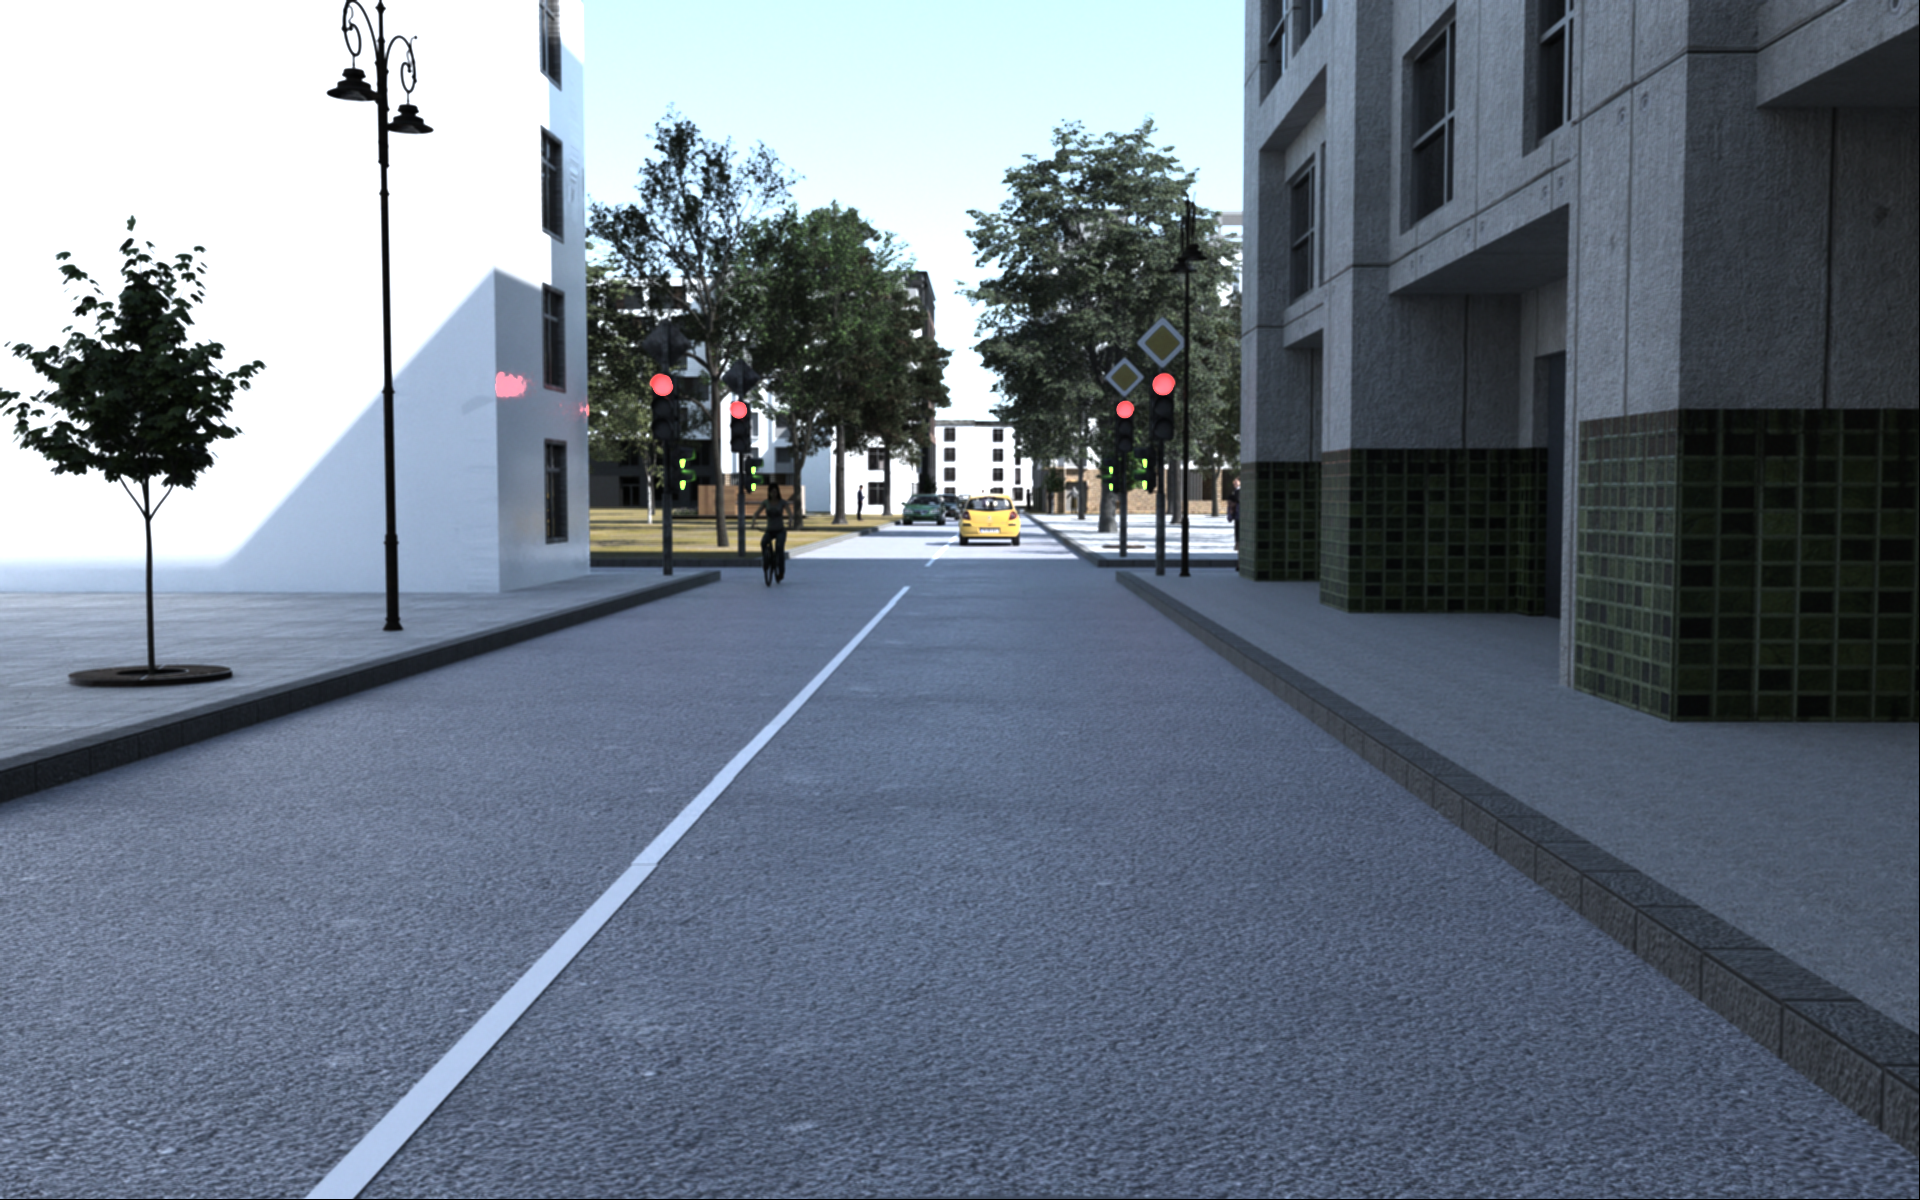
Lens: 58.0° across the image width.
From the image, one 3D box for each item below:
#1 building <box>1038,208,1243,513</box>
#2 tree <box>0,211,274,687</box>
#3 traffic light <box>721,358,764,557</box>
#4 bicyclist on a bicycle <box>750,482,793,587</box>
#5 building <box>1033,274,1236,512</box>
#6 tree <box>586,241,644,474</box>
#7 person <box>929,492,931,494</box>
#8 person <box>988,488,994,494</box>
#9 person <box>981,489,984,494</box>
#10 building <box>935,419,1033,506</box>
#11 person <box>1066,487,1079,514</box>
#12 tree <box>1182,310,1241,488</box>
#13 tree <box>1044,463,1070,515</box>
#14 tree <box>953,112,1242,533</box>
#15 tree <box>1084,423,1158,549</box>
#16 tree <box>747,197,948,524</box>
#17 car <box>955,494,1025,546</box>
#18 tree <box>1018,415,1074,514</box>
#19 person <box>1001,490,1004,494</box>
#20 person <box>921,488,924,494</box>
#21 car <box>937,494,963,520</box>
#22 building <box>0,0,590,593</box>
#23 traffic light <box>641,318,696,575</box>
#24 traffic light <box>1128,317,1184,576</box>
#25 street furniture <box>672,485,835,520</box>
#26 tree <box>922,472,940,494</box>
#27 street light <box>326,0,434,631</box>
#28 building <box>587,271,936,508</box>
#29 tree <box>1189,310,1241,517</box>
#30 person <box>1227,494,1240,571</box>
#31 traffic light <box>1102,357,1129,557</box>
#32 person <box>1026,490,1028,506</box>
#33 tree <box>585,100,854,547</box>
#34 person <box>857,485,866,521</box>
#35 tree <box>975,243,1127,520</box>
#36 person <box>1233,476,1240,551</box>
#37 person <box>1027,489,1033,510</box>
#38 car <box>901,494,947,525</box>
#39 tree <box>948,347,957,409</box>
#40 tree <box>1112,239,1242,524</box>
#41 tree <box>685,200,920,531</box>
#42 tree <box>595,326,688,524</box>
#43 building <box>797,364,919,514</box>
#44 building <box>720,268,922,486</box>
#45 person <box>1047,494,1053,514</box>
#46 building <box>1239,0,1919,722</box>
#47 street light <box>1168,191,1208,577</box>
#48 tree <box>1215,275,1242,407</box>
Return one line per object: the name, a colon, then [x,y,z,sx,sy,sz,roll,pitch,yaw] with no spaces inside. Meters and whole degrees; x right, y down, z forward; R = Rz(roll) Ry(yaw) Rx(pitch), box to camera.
building: [13.483,-16.144,120.368,16.016,20.091,11.380,0,4,1]
tree: [-5.667,-1.066,12.035,1.663,3.219,1.824,0,3,0]
traffic light: [-4.451,-2.820,35.347,0.839,4.213,0.868,0,4,1]
bicyclist on a bicycle: [-2.932,-1.054,27.251,1.499,1.676,1.625,0,4,3]
building: [14.701,-16.859,142.102,16.747,18.905,31.486,0,4,1]
tree: [-15.790,-8.965,64.701,7.486,12.596,7.792,0,3,0]
person: [-2.597,-8.590,149.681,0.628,1.438,0.799,-2,4,-30]
person: [2.400,-7.688,133.837,1.348,1.869,0.705,-1,4,-11]
person: [1.324,-5.528,99.798,0.541,1.710,0.530,1,4,15]
building: [1.687,-15.708,198.966,28.070,9.664,9.099,0,4,1]
person: [7.510,-6.525,113.452,1.217,1.736,0.721,2,4,30]
tree: [10.729,-7.106,66.542,4.737,8.622,4.395,0,3,0]
tree: [5.846,-6.970,108.565,1.663,3.219,1.824,0,3,0]
tree: [4.827,-9.217,57.359,9.857,13.997,8.962,0,3,0]
tree: [3.927,-2.836,40.964,1.663,3.219,1.824,0,3,0]
tree: [-5.277,-10.134,73.111,7.806,13.903,7.818,0,3,0]
car: [0.849,-2.393,49.355,2.015,1.641,3.980,0,4,1]
tree: [5.761,-9.901,112.248,4.737,8.622,4.395,0,3,0]
person: [3.705,-8.875,153.697,0.705,1.812,1.348,0,4,1]
person: [-3.301,-9.180,156.140,0.705,1.823,1.348,1,4,21]
car: [-0.831,-5.244,95.527,2.009,1.686,4.222,0,4,3]
building: [-19.860,-4.955,23.160,28.070,9.664,9.099,0,4,1]
traffic light: [-4.618,-2.331,27.363,0.839,4.213,0.868,0,4,1]
traffic light: [3.142,-2.323,27.218,0.839,4.213,0.868,0,4,1]
street furniture: [-11.646,-5.139,90.871,11.010,1.723,9.812,0,4,3]
tree: [-2.864,-9.735,153.760,1.663,3.219,1.824,0,3,0]
street light: [-5.348,-2.653,16.159,0.468,5.910,1.993,0,4,1]
building: [-19.007,-20.123,172.981,32.646,21.610,27.936,0,4,1]
tree: [14.395,-10.472,96.965,9.928,11.665,9.643,0,3,0]
person: [5.168,-1.241,32.026,0.421,1.427,0.697,3,5,42]
traffic light: [3.309,-2.811,35.201,0.839,4.213,0.868,0,4,1]
person: [7.162,-10.936,184.809,0.705,1.831,1.348,0,4,1]
tree: [-6.115,-6.574,41.892,7.601,10.594,8.767,0,4,-6]
person: [-4.774,-4.723,83.976,0.504,1.737,0.576,-1,4,-15]
tree: [5.874,-10.701,85.332,12.009,13.543,11.850,0,3,0]
person: [6.266,-1.994,39.442,0.445,1.727,0.742,-1,4,-17]
person: [5.761,-8.232,141.434,0.742,1.727,0.445,3,5,45]
car: [-1.656,-4.216,80.723,2.131,1.459,4.920,0,4,2]
tree: [-4.054,-11.868,101.470,7.806,13.903,7.818,0,3,0]
tree: [9.221,-9.258,73.417,6.751,12.117,7.091,0,3,0]
tree: [-5.516,-8.222,60.181,9.928,11.665,9.643,0,3,0]
tree: [-13.621,-7.615,74.866,4.737,8.622,4.395,0,3,0]
building: [-7.375,-11.191,125.127,9.099,9.664,28.070,0,4,1]
building: [-11.173,-17.636,144.765,16.016,20.091,11.380,0,4,1]
person: [5.887,-6.523,112.829,0.705,1.807,1.348,-1,4,-11]
building: [12.408,-8.819,10.642,16.747,18.905,31.486,0,4,1]
street light: [3.508,-3.306,26.845,0.468,5.910,1.993,0,4,1]
tree: [8.862,-5.798,45.154,4.360,8.622,3.978,0,3,0]
